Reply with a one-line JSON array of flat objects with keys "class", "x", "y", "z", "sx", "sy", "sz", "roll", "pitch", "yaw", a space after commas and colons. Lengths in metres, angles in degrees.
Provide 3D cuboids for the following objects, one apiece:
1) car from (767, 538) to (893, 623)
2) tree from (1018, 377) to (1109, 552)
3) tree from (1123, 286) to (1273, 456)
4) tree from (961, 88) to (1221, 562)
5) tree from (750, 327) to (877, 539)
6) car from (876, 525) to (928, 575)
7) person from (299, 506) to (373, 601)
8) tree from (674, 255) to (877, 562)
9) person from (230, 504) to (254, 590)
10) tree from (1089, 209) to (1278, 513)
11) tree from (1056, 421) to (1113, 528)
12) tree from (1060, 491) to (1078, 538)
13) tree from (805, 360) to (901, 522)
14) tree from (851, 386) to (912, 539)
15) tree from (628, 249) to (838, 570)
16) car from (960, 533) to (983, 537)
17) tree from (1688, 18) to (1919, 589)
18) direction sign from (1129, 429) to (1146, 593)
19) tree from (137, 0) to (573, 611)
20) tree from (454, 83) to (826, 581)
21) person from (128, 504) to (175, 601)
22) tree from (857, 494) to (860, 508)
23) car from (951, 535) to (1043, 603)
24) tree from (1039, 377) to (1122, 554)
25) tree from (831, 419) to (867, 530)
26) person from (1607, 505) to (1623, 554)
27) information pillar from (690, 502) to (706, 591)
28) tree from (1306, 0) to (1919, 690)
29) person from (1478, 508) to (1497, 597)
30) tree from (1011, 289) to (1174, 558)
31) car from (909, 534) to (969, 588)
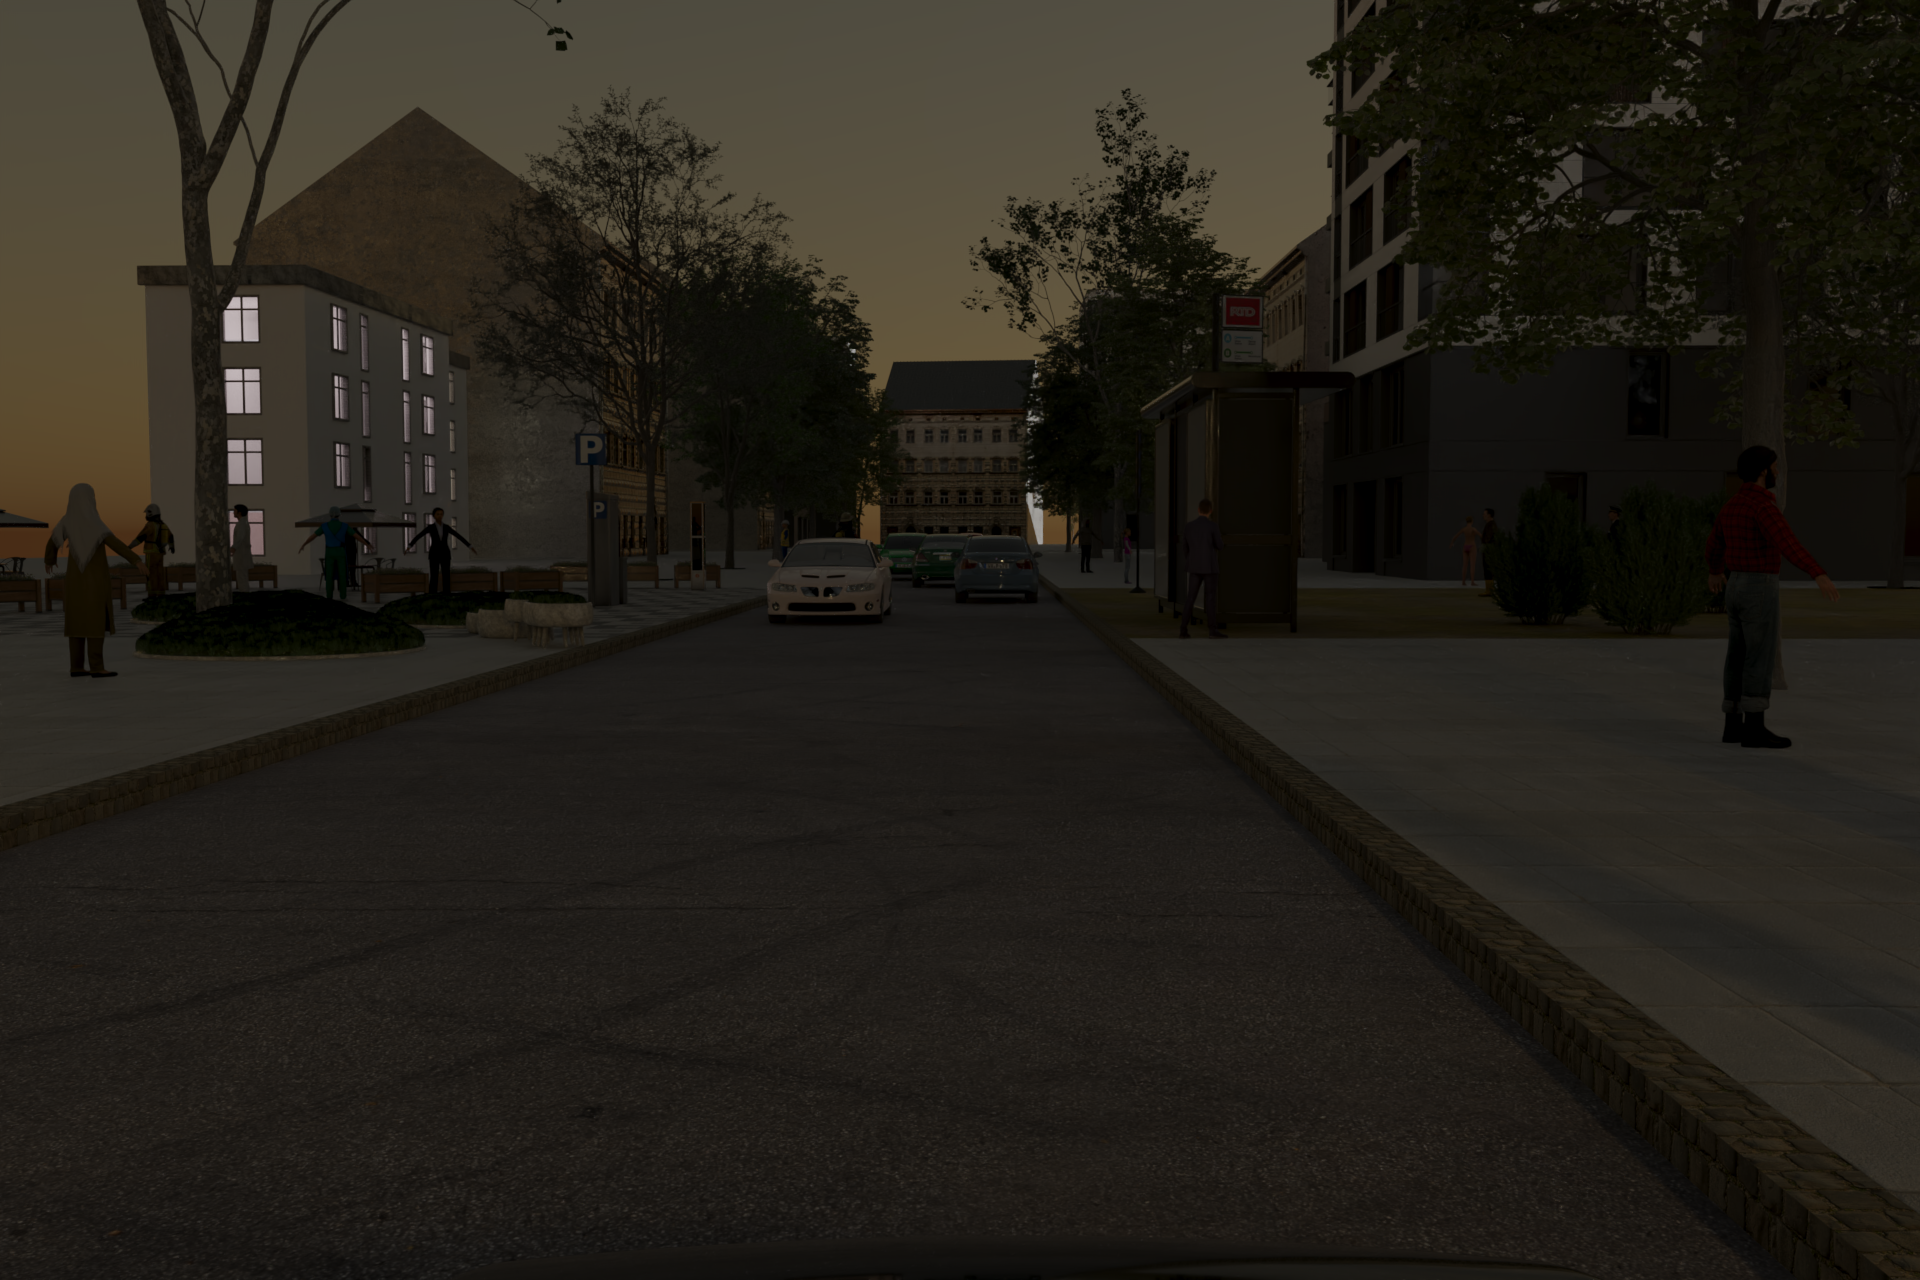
[{"class": "car", "x": -2.143, "y": -1.036, "z": 29.294, "sx": 2.083, "sy": 1.381, "sz": 4.827, "roll": 0, "pitch": 4, "yaw": 0}, {"class": "tree", "x": 7.685, "y": -12.456, "z": 121.781, "sx": 7.486, "sy": 12.596, "sz": 7.792, "roll": 0, "pitch": 3, "yaw": 0}, {"class": "tree", "x": 7.315, "y": -6.196, "z": 51.670, "sx": 4.737, "sy": 8.622, "sz": 4.395, "roll": 0, "pitch": 3, "yaw": 0}, {"class": "tree", "x": 6.346, "y": -13.499, "z": 76.592, "sx": 12.611, "sy": 20.169, "sz": 13.585, "roll": 0, "pitch": 3, "yaw": 0}, {"class": "tree", "x": -8.226, "y": -10.816, "z": 94.965, "sx": 7.486, "sy": 12.596, "sz": 7.792, "roll": 0, "pitch": 3, "yaw": 0}, {"class": "car", "x": -1.649, "y": -2.807, "z": 54.692, "sx": 1.959, "sy": 1.807, "sz": 4.718, "roll": 0, "pitch": 4, "yaw": 1}, {"class": "person", "x": -12.005, "y": -1.662, "z": 33.304, "sx": 1.347, "sy": 1.817, "sz": 0.704, "roll": -1, "pitch": 4, "yaw": -17}, {"class": "tree", "x": -8.462, "y": -10.574, "z": 79.538, "sx": 9.857, "sy": 13.997, "sz": 8.962, "roll": 0, "pitch": 3, "yaw": 0}, {"class": "person", "x": -12.684, "y": -1.488, "z": 30.517, "sx": 0.705, "sy": 1.806, "sz": 1.347, "roll": -1, "pitch": 4, "yaw": -16}, {"class": "tree", "x": 7.906, "y": -8.750, "z": 61.185, "sx": 7.486, "sy": 12.596, "sz": 7.792, "roll": 0, "pitch": 3, "yaw": 0}, {"class": "tree", "x": 7.523, "y": -9.329, "z": 102.890, "sx": 4.737, "sy": 8.622, "sz": 4.395, "roll": 0, "pitch": 3, "yaw": 0}, {"class": "tree", "x": 14.063, "y": -16.424, "z": 218.899, "sx": 4.737, "sy": 8.622, "sz": 4.395, "roll": 0, "pitch": 3, "yaw": 0}, {"class": "tree", "x": -7.574, "y": -11.875, "z": 112.291, "sx": 7.486, "sy": 12.596, "sz": 7.792, "roll": 0, "pitch": 3, "yaw": 0}, {"class": "tree", "x": -7.240, "y": -11.990, "z": 121.799, "sx": 9.928, "sy": 11.665, "sz": 9.643, "roll": 0, "pitch": 3, "yaw": 0}, {"class": "tree", "x": -8.317, "y": -8.374, "z": 62.663, "sx": 9.928, "sy": 11.665, "sz": 9.643, "roll": 0, "pitch": 3, "yaw": 0}, {"class": "car", "x": 0.496, "y": -4.717, "z": 86.171, "sx": 2.155, "sy": 1.783, "sz": 4.494, "roll": 0, "pitch": 4, "yaw": 1}, {"class": "tree", "x": 22.078, "y": -7.940, "z": 40.184, "sx": 12.009, "sy": 13.543, "sz": 11.850, "roll": 0, "pitch": 3, "yaw": 0}, {"class": "direction sign", "x": 3.880, "y": -2.795, "z": 37.700, "sx": 0.379, "sy": 3.537, "sz": 0.876, "roll": 0, "pitch": 4, "yaw": -1}, {"class": "tree", "x": -8.299, "y": -10.004, "z": 19.452, "sx": 12.611, "sy": 20.169, "sz": 13.585, "roll": 0, "pitch": 3, "yaw": 0}, {"class": "tree", "x": -8.589, "y": -8.391, "z": 47.557, "sx": 12.009, "sy": 13.543, "sz": 11.850, "roll": 0, "pitch": 3, "yaw": 0}, {"class": "person", "x": -15.333, "y": -1.660, "z": 32.915, "sx": 0.705, "sy": 1.858, "sz": 1.354, "roll": 1, "pitch": 4, "yaw": 13}, {"class": "tree", "x": -13.588, "y": -16.089, "z": 213.409, "sx": 4.360, "sy": 8.622, "sz": 3.978, "roll": 0, "pitch": 3, "yaw": 0}, {"class": "car", "x": 0.787, "y": -1.544, "z": 37.250, "sx": 2.014, "sy": 1.417, "sz": 4.499, "roll": 0, "pitch": 4, "yaw": 1}, {"class": "tree", "x": 8.391, "y": -11.397, "z": 112.099, "sx": 9.928, "sy": 11.665, "sz": 9.643, "roll": 0, "pitch": 3, "yaw": 0}, {"class": "tree", "x": -7.287, "y": -9.335, "z": 102.988, "sx": 4.737, "sy": 8.622, "sz": 4.395, "roll": 0, "pitch": 3, "yaw": 0}, {"class": "person", "x": 12.718, "y": -1.699, "z": 33.722, "sx": 0.705, "sy": 1.837, "sz": 1.347, "roll": 1, "pitch": 4, "yaw": 20}, {"class": "information pillar", "x": -5.951, "y": -2.133, "z": 39.372, "sx": 0.304, "sy": 2.012, "sz": 0.304, "roll": 0, "pitch": 4, "yaw": 2}, {"class": "tree", "x": 6.293, "y": -5.865, "z": 14.014, "sx": 7.486, "sy": 12.596, "sz": 7.792, "roll": 0, "pitch": 3, "yaw": 0}, {"class": "person", "x": 10.818, "y": -1.798, "z": 35.543, "sx": 0.704, "sy": 1.812, "sz": 1.346, "roll": 1, "pitch": 4, "yaw": 21}, {"class": "tree", "x": 7.342, "y": -11.320, "z": 91.731, "sx": 9.857, "sy": 13.997, "sz": 8.962, "roll": 0, "pitch": 3, "yaw": 0}, {"class": "car", "x": -0.366, "y": -2.198, "z": 47.742, "sx": 2.131, "sy": 1.459, "sz": 4.920, "roll": 0, "pitch": 4, "yaw": 0}]
